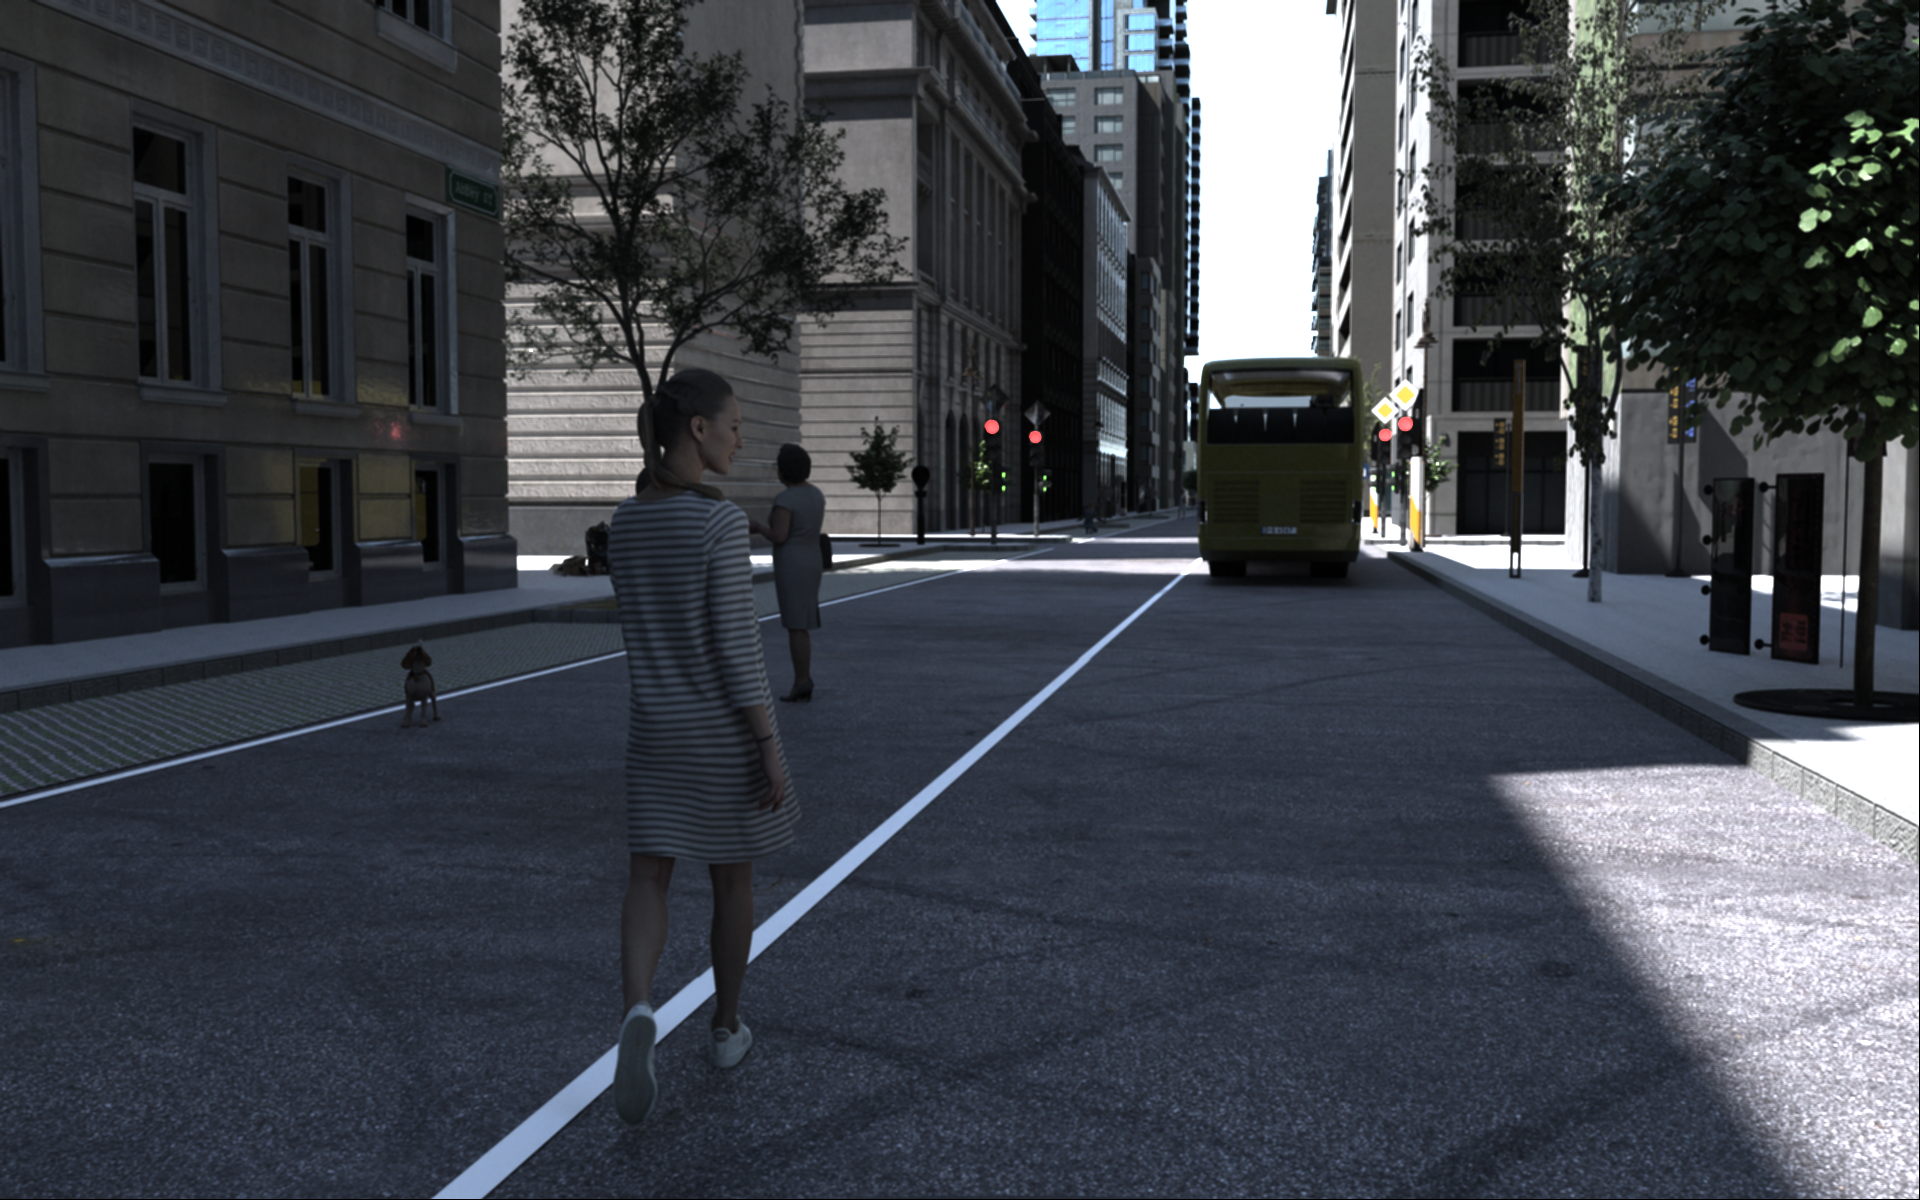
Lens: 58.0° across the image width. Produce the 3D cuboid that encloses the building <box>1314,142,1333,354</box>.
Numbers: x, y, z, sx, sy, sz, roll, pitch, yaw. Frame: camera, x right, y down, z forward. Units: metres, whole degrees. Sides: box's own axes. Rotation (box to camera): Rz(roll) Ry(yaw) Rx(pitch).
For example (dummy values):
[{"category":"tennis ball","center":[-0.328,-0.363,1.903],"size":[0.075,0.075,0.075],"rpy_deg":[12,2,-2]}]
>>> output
[{"category":"building","center":[59.400,-37.605,234.445],"size":[23.786,49.044,30.456],"rpy_deg":[1,4,10]}]

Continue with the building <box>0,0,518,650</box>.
[{"category":"building","center":[-13.925,-13.978,14.442],"size":[13.634,28.700,20.117],"rpy_deg":[1,4,10]}]

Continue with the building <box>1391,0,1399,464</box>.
[{"category":"building","center":[26.860,-26.078,76.494],"size":[14.600,45.320,14.200],"rpy_deg":[1,4,10]}]

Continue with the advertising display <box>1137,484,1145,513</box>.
[{"category":"advertising display","center":[12.018,-6.728,115.218],"size":[0.123,1.923,0.974],"rpy_deg":[2,4,32]}]

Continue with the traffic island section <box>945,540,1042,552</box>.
[{"category":"traffic island section","center":[0.843,-1.344,44.247],"size":[2.009,0.180,2.903],"rpy_deg":[1,4,10]}]

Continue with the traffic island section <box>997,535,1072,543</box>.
[{"category":"traffic island section","center":[2.280,-1.824,52.103],"size":[2.009,0.180,2.903],"rpy_deg":[1,4,10]}]

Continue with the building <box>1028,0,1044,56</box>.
[{"category":"building","center":[20.149,-55.799,224.976],"size":[22.319,86.520,31.000],"rpy_deg":[1,4,10]}]

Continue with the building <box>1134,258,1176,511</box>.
[{"category":"building","center":[3.097,-18.255,143.501],"size":[27.650,21.520,28.899],"rpy_deg":[1,4,10]}]

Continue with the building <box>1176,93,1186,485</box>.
[{"category":"building","center":[17.482,-33.109,191.434],"size":[14.600,45.320,14.200],"rpy_deg":[1,4,10]}]

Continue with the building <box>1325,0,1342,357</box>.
[{"category":"building","center":[48.598,-34.947,160.615],"size":[28.713,52.752,27.495],"rpy_deg":[1,4,10]}]

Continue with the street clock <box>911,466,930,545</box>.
[{"category":"street clock","center":[-0.995,-2.414,44.043],"size":[0.471,2.002,0.358],"rpy_deg":[0,4,1]}]

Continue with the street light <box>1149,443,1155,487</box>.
[{"category":"street light","center":[14.191,-9.518,128.401],"size":[0.468,5.910,1.993],"rpy_deg":[1,4,10]}]

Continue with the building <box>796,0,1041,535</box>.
[{"category":"building","center":[-5.154,-13.694,65.695],"size":[13.314,21.916,24.055],"rpy_deg":[1,4,10]}]

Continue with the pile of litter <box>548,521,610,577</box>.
[{"category":"pile of litter","center":[-6.023,-0.839,27.679],"size":[1.176,0.858,1.719],"rpy_deg":[1,4,10]}]

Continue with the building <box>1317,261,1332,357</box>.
[{"category":"building","center":[51.163,-27.046,213.905],"size":[14.160,30.474,14.107],"rpy_deg":[1,4,10]}]

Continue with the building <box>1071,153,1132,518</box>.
[{"category":"building","center":[4.374,-15.436,101.523],"size":[9.793,20.994,18.267],"rpy_deg":[1,4,10]}]

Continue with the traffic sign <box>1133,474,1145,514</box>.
[{"category":"traffic sign","center":[11.605,-6.869,112.408],"size":[0.768,2.556,0.104],"rpy_deg":[1,4,16]}]

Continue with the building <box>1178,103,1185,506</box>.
[{"category":"building","center":[15.473,-30.193,177.256],"size":[14.154,41.232,14.086],"rpy_deg":[1,4,10]}]

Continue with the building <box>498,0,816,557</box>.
[{"category":"building","center":[-13.962,-12.965,40.852],"size":[19.941,23.489,11.050],"rpy_deg":[1,4,10]}]

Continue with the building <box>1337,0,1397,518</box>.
[{"category":"building","center":[33.547,-29.220,101.456],"size":[21.300,48.544,21.600],"rpy_deg":[1,4,10]}]

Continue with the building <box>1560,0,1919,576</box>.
[{"category":"building","center":[18.633,-21.302,31.887],"size":[14.154,41.232,14.086],"rpy_deg":[1,4,10]}]

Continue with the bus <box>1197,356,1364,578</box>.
[{"category":"bus","center":[6.010,-2.513,32.629],"size":[2.896,3.916,12.252],"rpy_deg":[1,4,10]}]

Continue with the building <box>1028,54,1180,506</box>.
[{"category":"building","center":[12.840,-29.349,163.444],"size":[14.154,41.232,14.086],"rpy_deg":[1,4,10]}]

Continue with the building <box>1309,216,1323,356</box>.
[{"category":"building","center":[64.692,-37.281,264.168],"size":[22.147,44.769,28.867],"rpy_deg":[1,4,10]}]

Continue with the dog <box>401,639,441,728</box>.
[{"category":"dog","center":[-3.368,0.519,10.805],"size":[0.540,0.507,0.406],"rpy_deg":[3,4,37]}]

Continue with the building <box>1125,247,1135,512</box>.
[{"category":"building","center":[5.175,-17.684,118.813],"size":[12.332,23.373,15.834],"rpy_deg":[1,4,10]}]

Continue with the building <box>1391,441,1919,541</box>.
[{"category":"building","center":[26.486,-38.002,59.584],"size":[20.611,71.187,20.563],"rpy_deg":[1,4,10]}]

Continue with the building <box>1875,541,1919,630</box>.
[{"category":"building","center":[17.199,-34.541,2.993],"size":[20.563,71.187,20.611],"rpy_deg":[1,4,10]}]

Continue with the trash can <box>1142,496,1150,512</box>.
[{"category":"trash can","center":[13.166,-6.782,122.543],"size":[0.748,1.137,0.748],"rpy_deg":[0,3,0]}]

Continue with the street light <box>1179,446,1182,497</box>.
[{"category":"street light","center":[21.150,-11.830,166.205],"size":[0.468,5.910,1.993],"rpy_deg":[1,4,10]}]

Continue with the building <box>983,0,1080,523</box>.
[{"category":"building","center":[-0.936,-15.623,85.118],"size":[12.332,23.373,15.834],"rpy_deg":[1,4,10]}]

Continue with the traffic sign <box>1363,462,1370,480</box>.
[{"category":"traffic sign","center":[15.433,-4.082,66.838],"size":[0.768,2.556,0.104],"rpy_deg":[1,4,13]}]
